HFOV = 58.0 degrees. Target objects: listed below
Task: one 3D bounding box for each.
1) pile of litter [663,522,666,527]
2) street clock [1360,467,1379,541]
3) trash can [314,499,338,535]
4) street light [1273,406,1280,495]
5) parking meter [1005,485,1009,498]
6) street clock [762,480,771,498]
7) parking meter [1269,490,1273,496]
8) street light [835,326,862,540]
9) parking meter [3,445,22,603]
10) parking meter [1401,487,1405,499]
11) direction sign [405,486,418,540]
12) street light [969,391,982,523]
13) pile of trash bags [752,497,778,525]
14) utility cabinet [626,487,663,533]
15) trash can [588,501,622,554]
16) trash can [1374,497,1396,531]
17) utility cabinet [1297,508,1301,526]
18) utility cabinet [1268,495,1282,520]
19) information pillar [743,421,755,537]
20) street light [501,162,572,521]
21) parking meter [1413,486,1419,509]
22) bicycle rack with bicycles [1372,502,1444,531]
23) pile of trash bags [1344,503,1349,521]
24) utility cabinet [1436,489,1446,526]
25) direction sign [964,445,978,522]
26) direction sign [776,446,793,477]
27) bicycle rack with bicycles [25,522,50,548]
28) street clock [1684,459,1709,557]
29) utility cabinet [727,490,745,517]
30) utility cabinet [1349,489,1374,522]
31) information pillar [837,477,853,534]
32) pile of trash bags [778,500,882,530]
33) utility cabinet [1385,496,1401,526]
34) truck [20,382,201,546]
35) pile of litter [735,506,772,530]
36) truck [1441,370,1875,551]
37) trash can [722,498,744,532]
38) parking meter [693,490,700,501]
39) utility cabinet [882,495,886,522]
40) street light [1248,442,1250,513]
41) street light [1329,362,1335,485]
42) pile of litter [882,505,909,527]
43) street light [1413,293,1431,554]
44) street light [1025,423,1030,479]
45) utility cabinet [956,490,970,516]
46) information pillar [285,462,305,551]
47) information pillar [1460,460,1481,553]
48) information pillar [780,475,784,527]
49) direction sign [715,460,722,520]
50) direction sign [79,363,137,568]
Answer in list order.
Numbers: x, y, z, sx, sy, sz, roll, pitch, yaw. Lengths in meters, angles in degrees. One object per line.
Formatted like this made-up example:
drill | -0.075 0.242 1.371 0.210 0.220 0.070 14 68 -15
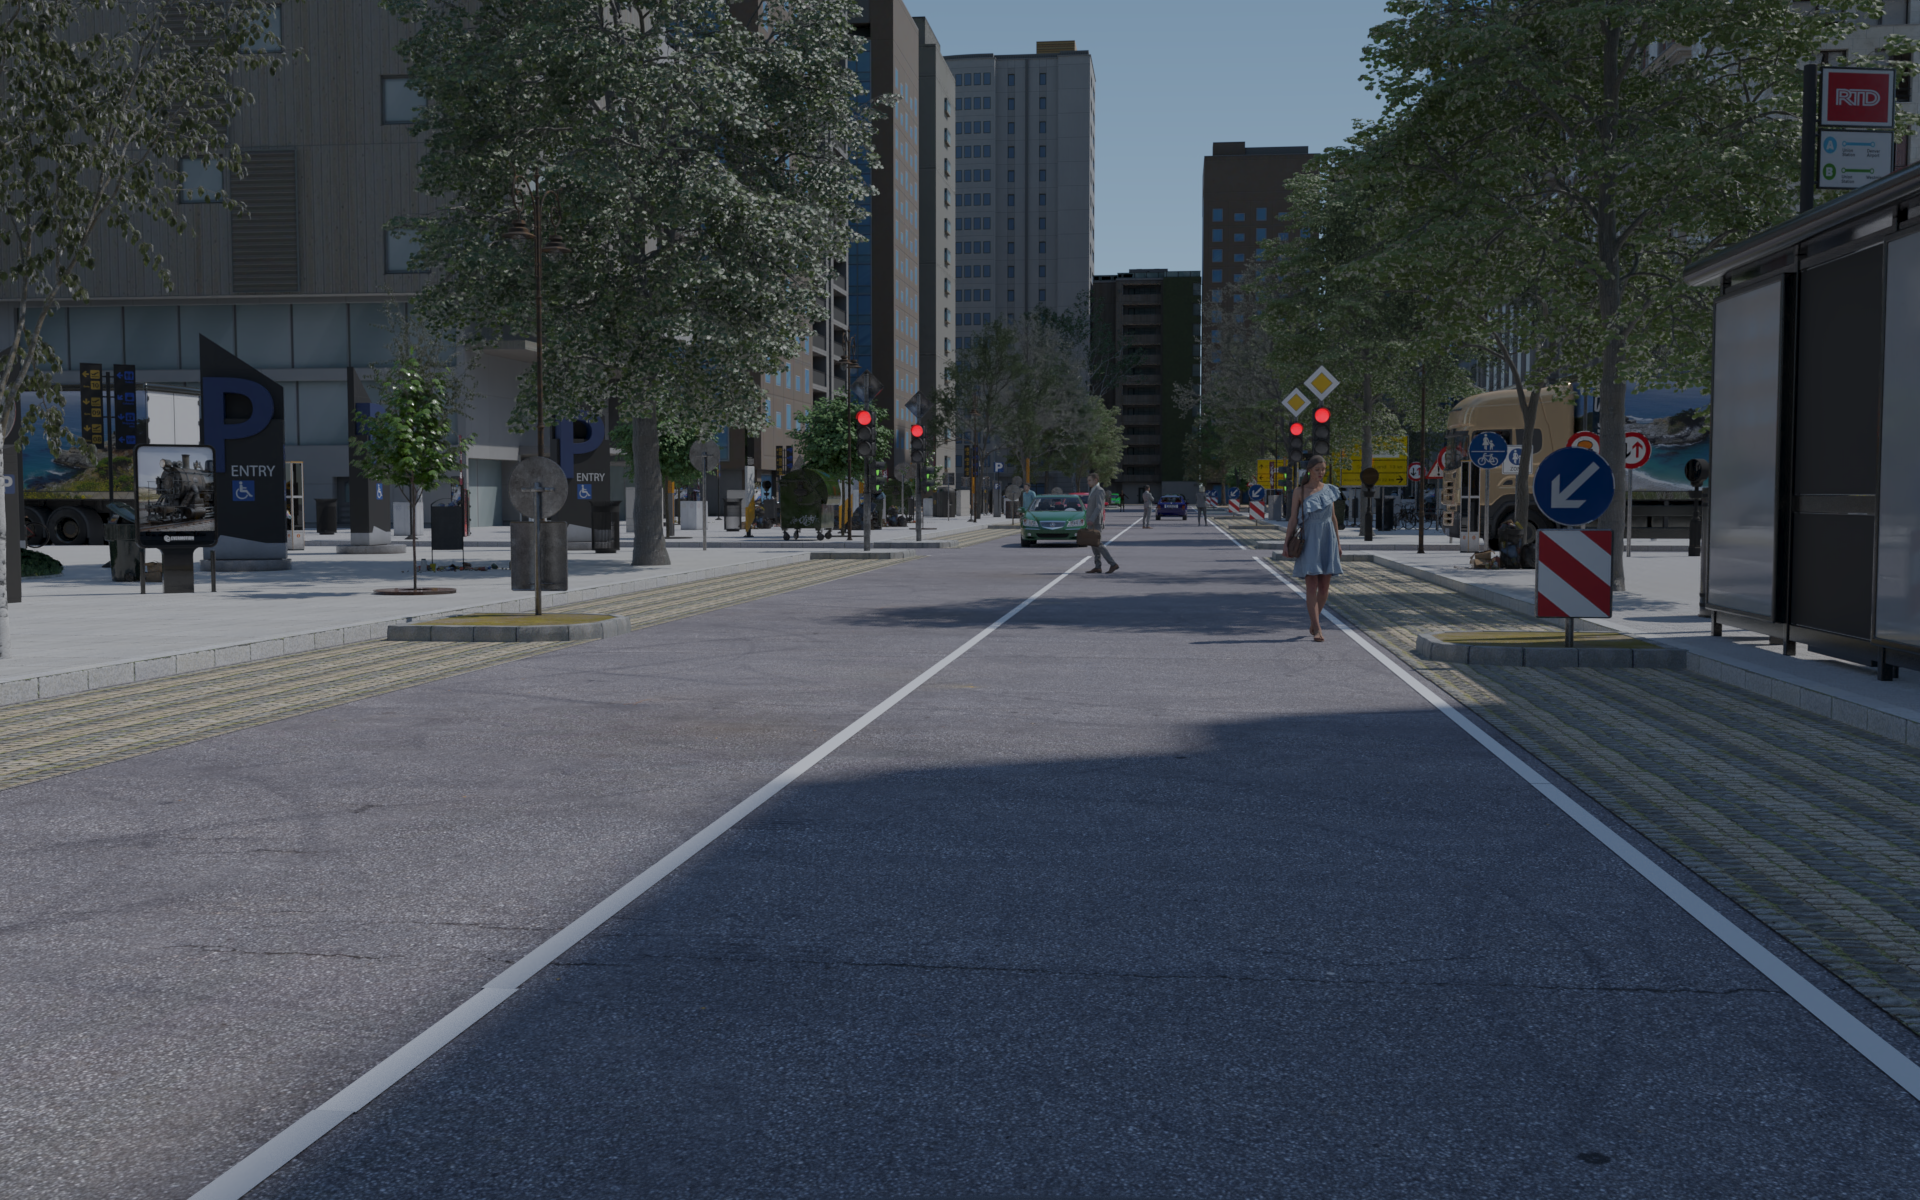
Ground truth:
pile of litter | -12.245 -3.341 68.583 1.719 0.858 1.176 3 5 40
street clock | 11.111 -2.599 47.057 0.471 2.002 0.358 0 4 -2
trash can | -19.962 -2.625 54.569 0.748 1.137 0.748 0 3 0
street light | 16.361 -7.143 89.570 0.468 5.910 1.993 0 4 7
parking meter | 3.027 -6.259 108.050 0.399 1.863 0.255 3 4 36
street clock | -10.198 -5.309 91.380 0.471 2.002 0.358 -3 5 -42
parking meter | 19.097 -6.155 106.343 0.255 1.863 0.399 1 4 9
street light | -3.058 -4.588 47.798 0.468 5.910 1.993 0 4 7
parking meter | -11.276 -0.893 20.313 0.255 1.863 0.399 1 4 20
parking meter | 27.008 -6.131 105.949 0.399 1.863 0.255 2 4 32
direction sign | -15.489 -3.474 48.799 0.379 3.537 0.876 -2 4 -27
street light | 0.680 -6.405 77.507 0.468 5.910 1.993 0 4 7
pile of trash bags | -7.269 -3.866 72.969 1.912 1.369 3.447 2 4 27
utility cabinet | -10.375 -2.954 56.979 1.173 1.500 0.318 0 4 -2
trash can | -7.685 -1.584 37.546 0.748 1.137 0.748 0 3 0
trash can | 14.736 -2.964 60.116 0.748 1.137 0.748 0 3 0
utility cabinet | 13.628 -3.687 68.963 0.318 1.500 1.173 2 4 30
utility cabinet | 15.473 -4.523 85.116 0.306 1.237 1.020 2 4 33
information pillar | -6.249 -3.673 51.409 0.183 3.616 0.504 1 4 18
street light | -5.965 -3.168 24.586 0.468 5.910 1.993 0 4 7
parking meter | 31.320 -6.928 118.978 0.399 1.863 0.255 2 4 29
bicycle rack with bicycles | 15.810 -2.978 62.080 2.852 0.926 2.925 -1 4 -21
pile of trash bags | 18.305 -4.557 84.257 3.447 1.369 1.912 -2 4 -30
utility cabinet | 19.772 -3.738 69.790 1.173 1.500 0.318 -2 4 -25
direction sign | 0.515 -5.381 79.975 0.876 3.537 0.379 3 5 44
direction sign | -8.192 -5.439 80.929 0.876 3.537 0.379 1 4 21
bicycle rack with bicycles | -22.686 -1.604 39.611 2.925 0.926 2.852 -1 4 -16
street clock | 15.136 -1.898 35.605 0.358 2.002 0.471 -1 4 -21
utility cabinet | -12.443 -5.406 97.067 1.173 1.500 0.318 0 4 6
utility cabinet | 18.380 -4.323 79.367 1.173 1.500 0.318 -2 4 -25
information pillar | -3.722 -3.967 56.222 0.504 3.616 0.183 -2 4 -34
pile of trash bags | -4.464 -3.215 62.321 3.447 1.369 1.912 2 4 27
utility cabinet | 17.403 -3.580 69.697 0.306 1.237 1.020 0 4 -6
truck | -25.738 -3.453 45.371 11.283 4.237 2.839 0 4 8
pile of litter | -7.594 -3.024 63.415 1.176 0.858 1.719 3 5 44
truck | 16.493 -3.155 40.502 11.283 4.237 2.839 0 4 6
trash can | -7.776 -2.912 59.266 0.748 1.137 0.748 0 3 0
parking meter | -14.750 -5.424 97.096 0.372 1.533 0.369 0 3 0
utility cabinet | -3.885 -4.114 78.418 1.020 1.237 0.306 -2 4 -26
street light | 19.902 -8.942 118.994 0.468 5.910 1.993 0 4 7
street light | 12.694 -5.289 59.269 0.468 5.910 1.993 0 4 7
pile of litter | -2.767 -3.269 67.412 1.719 0.858 1.176 -1 4 -19
street light | 9.943 -3.939 37.184 0.468 5.910 1.993 0 4 7
street light | 4.250 -8.204 106.928 0.468 5.910 1.993 0 4 7
utility cabinet | 0.167 -5.610 100.402 0.318 1.500 1.173 2 4 26
information pillar | -15.115 -2.130 39.311 0.304 2.012 0.304 3 4 36
information pillar | 11.124 -2.035 37.761 0.304 2.012 0.304 -1 4 -22
information pillar | -6.602 -3.736 65.572 0.304 2.012 0.304 2 4 27
direction sign | -11.873 -5.696 85.133 0.379 3.537 0.876 0 4 2
direction sign | -14.802 -2.335 30.179 0.876 3.537 0.379 -3 4 -36
